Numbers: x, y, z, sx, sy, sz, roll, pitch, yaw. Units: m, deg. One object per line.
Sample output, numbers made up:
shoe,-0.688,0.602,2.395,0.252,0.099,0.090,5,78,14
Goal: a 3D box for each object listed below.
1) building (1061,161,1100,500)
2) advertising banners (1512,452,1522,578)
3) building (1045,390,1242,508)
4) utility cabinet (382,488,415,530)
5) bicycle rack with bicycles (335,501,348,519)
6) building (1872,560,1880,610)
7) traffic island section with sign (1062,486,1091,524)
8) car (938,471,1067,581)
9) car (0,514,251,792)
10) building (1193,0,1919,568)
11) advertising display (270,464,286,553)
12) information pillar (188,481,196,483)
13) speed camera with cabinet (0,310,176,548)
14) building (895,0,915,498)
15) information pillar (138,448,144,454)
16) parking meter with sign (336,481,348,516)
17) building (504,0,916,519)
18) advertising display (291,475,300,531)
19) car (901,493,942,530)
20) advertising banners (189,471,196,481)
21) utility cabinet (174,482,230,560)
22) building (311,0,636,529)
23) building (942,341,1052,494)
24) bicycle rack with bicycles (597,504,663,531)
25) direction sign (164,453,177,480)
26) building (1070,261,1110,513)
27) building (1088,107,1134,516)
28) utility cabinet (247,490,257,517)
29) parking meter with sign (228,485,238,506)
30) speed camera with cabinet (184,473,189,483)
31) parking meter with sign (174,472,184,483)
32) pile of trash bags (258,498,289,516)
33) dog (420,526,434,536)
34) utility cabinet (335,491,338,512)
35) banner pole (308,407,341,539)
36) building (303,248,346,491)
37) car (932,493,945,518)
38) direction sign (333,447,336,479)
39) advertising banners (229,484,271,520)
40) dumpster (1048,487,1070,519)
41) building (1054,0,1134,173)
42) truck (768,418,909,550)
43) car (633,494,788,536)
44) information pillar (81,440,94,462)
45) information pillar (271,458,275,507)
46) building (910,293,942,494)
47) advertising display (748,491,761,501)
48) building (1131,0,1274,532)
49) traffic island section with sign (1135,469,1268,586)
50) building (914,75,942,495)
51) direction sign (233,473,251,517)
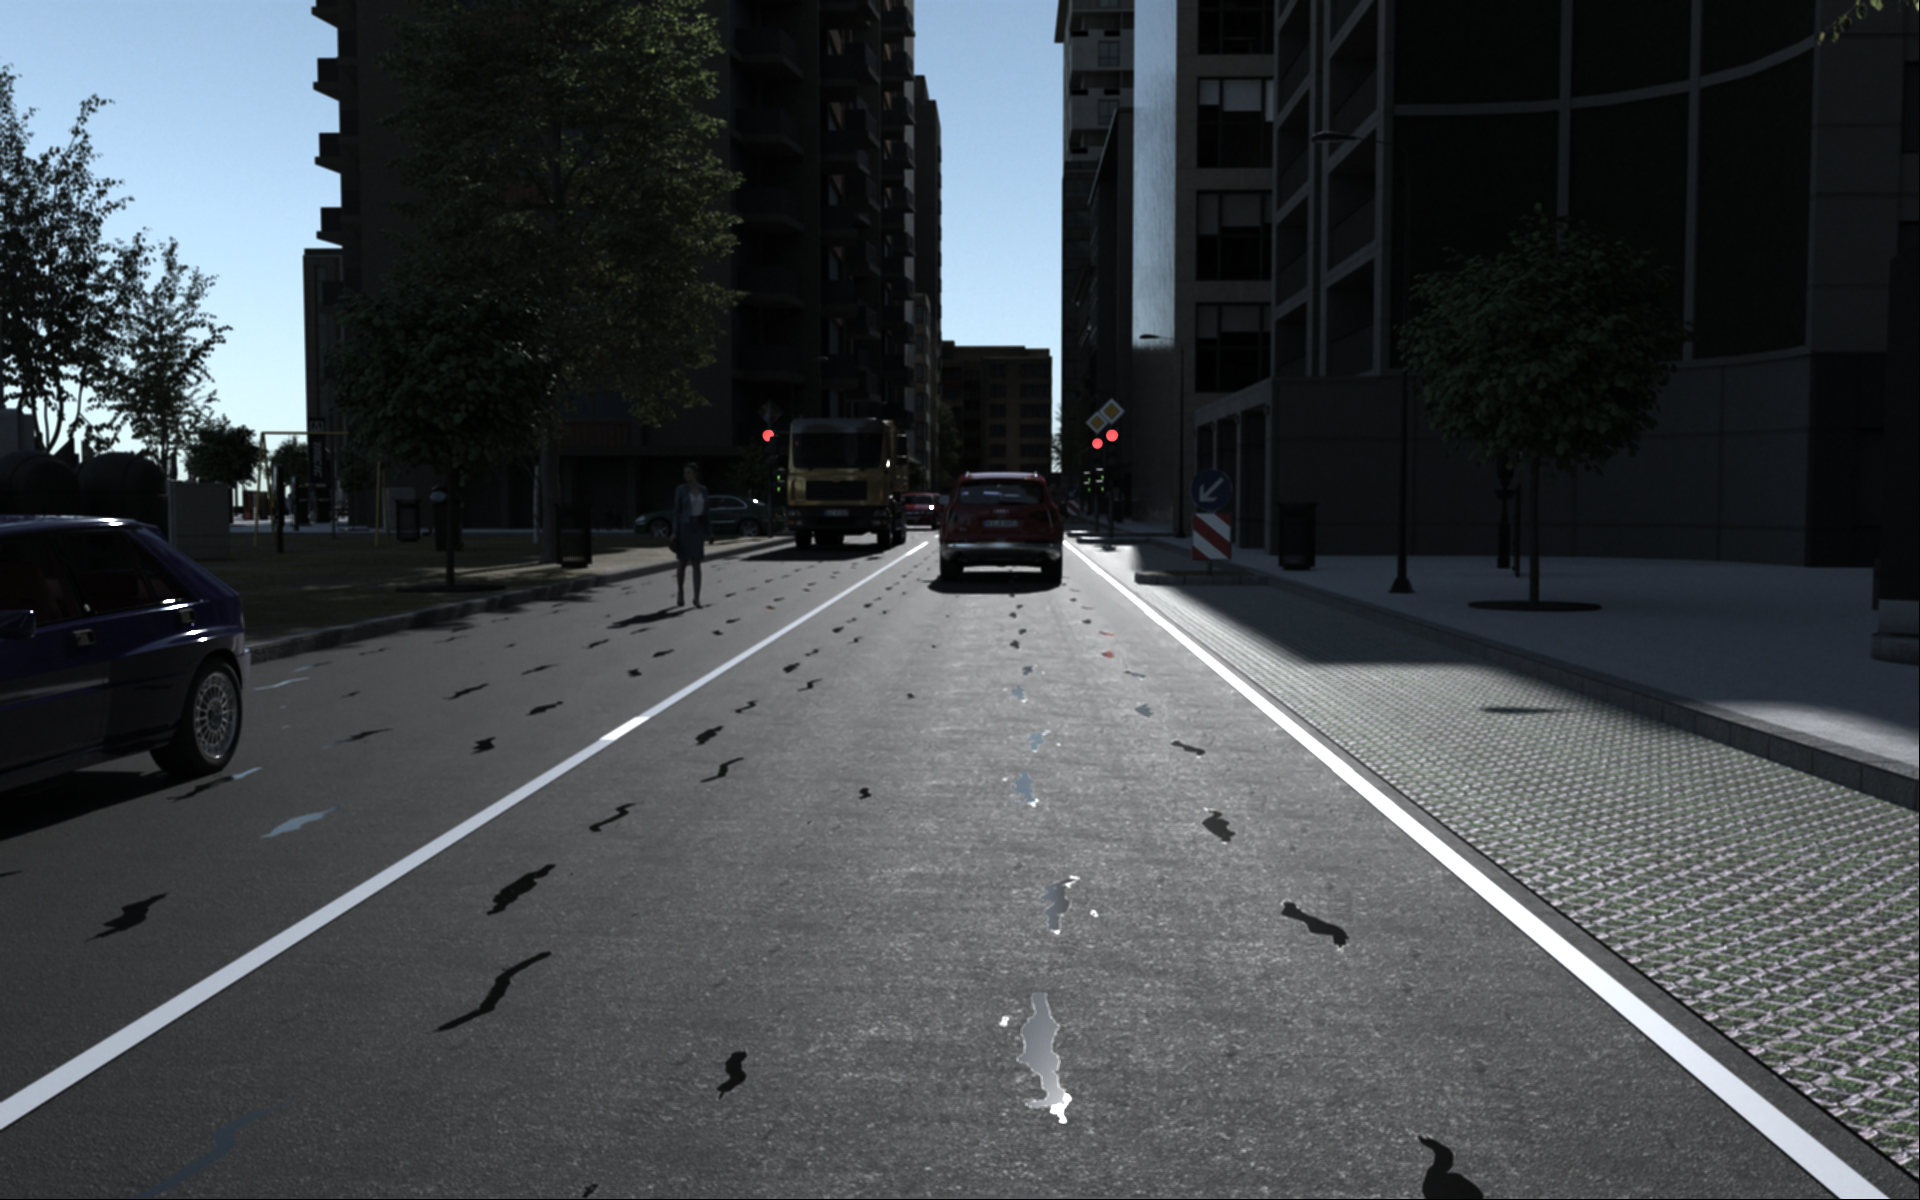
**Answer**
building,15.930,-23.307,152.778,14.160,30.474,14.107,0,4,1
advertising banners,8.678,-1.877,26.880,0.090,3.025,2.074,1,4,16
building,20.335,-46.461,197.894,20.563,71.187,20.611,0,4,1
utility cabinet,-19.640,-3.180,60.674,0.318,1.500,1.173,2,4,32
bicycle rack with bicycles,-31.009,-4.609,88.734,2.852,0.926,2.925,1,4,16
building,19.454,-28.391,6.186,21.231,58.520,28.212,0,4,1
traffic island section with sign,5.310,-4.584,83.574,1.989,1.847,2.006,0,4,1
car,0.726,-1.308,30.062,2.281,1.827,5.304,0,4,2
car,-4.729,0.303,7.632,1.945,1.354,3.894,0,4,3
building,16.786,-36.696,38.230,20.563,71.187,20.611,0,4,1
advertising display,-14.968,-2.009,38.057,0.123,1.923,0.974,-2,4,-28
information pillar,-44.568,-5.878,100.594,0.304,2.012,0.304,1,4,20
speed camera with cabinet,-9.849,-1.520,19.193,2.038,3.252,0.660,-2,4,-30
building,-11.002,-30.037,141.222,14.600,45.320,14.200,0,4,1
information pillar,-41.841,-5.938,88.448,0.183,3.616,0.504,2,4,32
parking meter with sign,-36.039,-6.424,101.286,0.543,3.016,1.738,-3,5,-42
building,-14.334,-28.032,112.943,22.147,44.769,28.867,0,4,1
advertising display,-23.218,-3.382,60.503,0.123,1.923,0.974,-2,4,-30
car,-1.713,-3.754,70.423,2.155,1.783,4.494,0,4,3
advertising banners,-47.846,-6.947,109.778,2.074,3.025,0.090,-1,4,-10
utility cabinet,-14.788,-1.523,33.587,0.318,1.500,1.173,2,4,32
building,-15.074,-25.738,75.437,22.147,44.769,28.867,0,4,1
building,-2.558,-23.633,231.430,28.899,21.520,27.650,0,4,1
bicycle rack with bicycles,-11.427,-2.899,60.776,2.852,0.926,2.925,0,4,5
direction sign,-43.518,-6.321,95.352,0.379,3.537,0.876,3,4,36
building,13.503,-15.861,123.951,10.561,19.102,19.286,0,4,1
building,15.151,-17.128,99.104,14.314,24.678,30.058,0,4,1
utility cabinet,-39.498,-5.373,96.524,0.318,1.500,1.173,0,4,0
parking meter with sign,-50.239,-7.456,118.170,1.738,3.016,0.543,-1,4,-18
speed camera with cabinet,-50.264,-7.154,111.308,2.038,3.252,0.660,-2,4,-26
parking meter with sign,-50.500,-7.140,112.998,1.738,3.016,0.543,1,4,12
pile of trash bags,-40.808,-5.754,103.829,3.447,1.369,1.912,-3,4,-39
dog,-17.379,-2.223,56.540,0.550,0.427,0.748,-3,5,-40
utility cabinet,-39.768,-6.297,111.627,1.173,1.500,0.318,1,4,8
banner pole,-18.214,-3.643,49.578,0.863,3.779,0.401,-1,4,-20
building,-67.740,-26.471,204.507,14.107,30.474,14.160,0,4,1
car,-1.815,-5.806,103.965,2.155,1.783,4.494,0,4,1
direction sign,-29.994,-5.565,82.980,0.379,3.537,0.876,0,4,-7
advertising banners,-35.146,-5.462,85.499,2.074,3.025,0.090,0,4,-3
dumpster,5.403,-5.575,99.366,1.865,1.857,1.264,0,4,3
building,24.126,-35.726,173.363,28.713,52.752,27.495,0,4,1
truck,-2.943,-3.119,46.913,3.469,3.379,9.791,0,4,2
car,-7.822,-2.608,54.434,4.920,1.459,2.131,0,4,3
information pillar,-37.780,-5.120,75.066,0.504,3.616,0.183,0,4,-6
information pillar,-38.019,-6.416,96.261,0.504,3.616,0.183,1,4,12
building,-16.348,-19.497,163.808,27.650,21.520,28.899,0,4,1
advertising display,-7.279,-3.430,61.286,0.123,1.923,0.974,-2,4,-27
building,24.391,-16.023,66.495,34.151,26.468,19.350,0,4,1
traffic island section with sign,3.847,-1.179,27.911,1.989,1.847,2.006,0,4,1
building,-13.083,-35.148,198.371,21.600,48.544,21.300,0,4,1
direction sign,-39.365,-6.306,95.102,0.876,3.537,0.379,-3,5,-42
